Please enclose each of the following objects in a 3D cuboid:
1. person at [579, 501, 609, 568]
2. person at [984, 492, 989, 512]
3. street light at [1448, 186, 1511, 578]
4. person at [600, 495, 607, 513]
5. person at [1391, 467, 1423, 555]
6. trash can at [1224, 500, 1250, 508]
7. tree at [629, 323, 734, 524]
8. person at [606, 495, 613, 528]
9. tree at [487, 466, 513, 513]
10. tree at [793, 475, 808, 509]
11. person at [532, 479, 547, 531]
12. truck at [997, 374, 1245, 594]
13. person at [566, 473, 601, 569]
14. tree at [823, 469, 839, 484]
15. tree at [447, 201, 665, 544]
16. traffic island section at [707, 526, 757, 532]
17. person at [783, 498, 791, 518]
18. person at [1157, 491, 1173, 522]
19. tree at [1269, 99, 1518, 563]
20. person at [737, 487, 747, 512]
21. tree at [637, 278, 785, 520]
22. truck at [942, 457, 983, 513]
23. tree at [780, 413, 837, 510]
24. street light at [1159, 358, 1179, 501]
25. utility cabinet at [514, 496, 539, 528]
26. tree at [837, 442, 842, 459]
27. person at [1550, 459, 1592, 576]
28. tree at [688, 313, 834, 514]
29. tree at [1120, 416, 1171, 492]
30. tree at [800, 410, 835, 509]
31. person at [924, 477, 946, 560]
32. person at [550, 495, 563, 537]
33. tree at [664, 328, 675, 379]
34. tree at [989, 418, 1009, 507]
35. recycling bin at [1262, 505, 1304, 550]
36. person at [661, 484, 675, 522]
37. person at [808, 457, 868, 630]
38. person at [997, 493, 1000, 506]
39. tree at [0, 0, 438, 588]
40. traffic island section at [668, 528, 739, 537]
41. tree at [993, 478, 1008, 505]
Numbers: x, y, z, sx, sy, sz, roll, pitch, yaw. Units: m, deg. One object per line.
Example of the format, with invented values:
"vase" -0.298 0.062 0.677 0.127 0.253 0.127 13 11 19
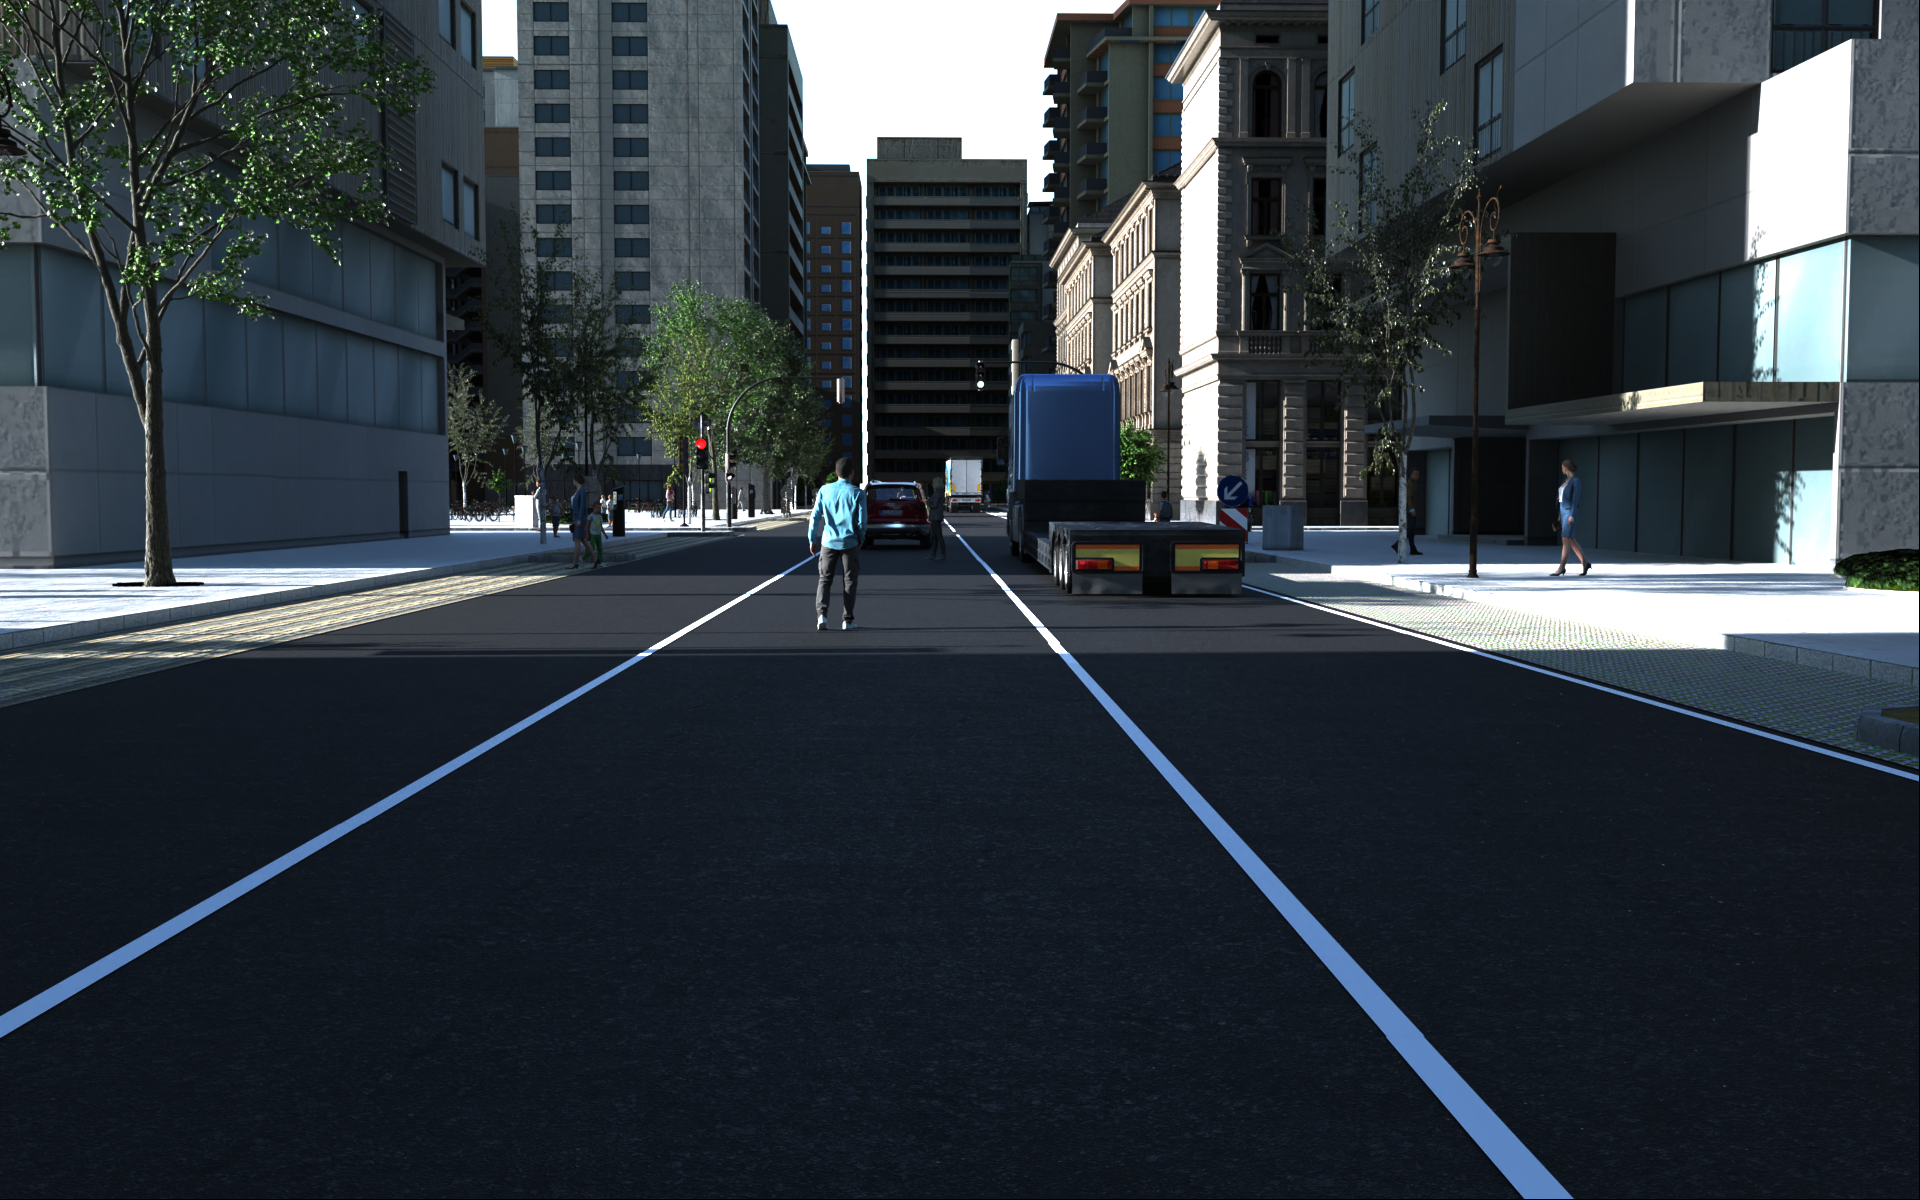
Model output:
"person" -7.139 -1.284 33.736 0.590 1.304 0.306 1 4 19
"person" 2.135 -7.807 137.958 0.330 1.601 0.589 2 4 30
"street light" 7.859 -3.277 26.366 0.468 5.910 1.993 0 4 -1
"person" -16.429 -4.219 79.708 0.332 1.250 0.352 -1 4 -20
"person" 9.445 -1.861 36.386 0.836 1.842 0.656 -1 4 -23
"trash can" 7.176 -2.039 44.985 0.748 1.137 0.748 0 3 0
"tree" -11.829 -7.563 74.010 4.737 8.622 4.395 0 3 0
"person" -13.353 -3.388 66.114 0.332 1.250 0.352 -1 4 -12
"tree" -31.765 -7.674 120.070 1.663 3.219 1.824 0 3 0
"tree" -14.265 -9.767 154.294 1.663 3.219 1.824 0 3 0
"person" -14.480 -3.264 59.586 0.466 1.800 0.511 0 4 -2
"truck" 2.525 -2.650 33.081 2.967 4.110 18.799 0 4 -1
"person" -7.162 -1.487 32.841 0.654 1.822 0.581 0 4 -6
"tree" -15.655 -14.393 219.035 4.285 4.588 4.351 0 3 0
"tree" -10.520 -5.752 44.413 4.360 8.622 3.978 0 3 0
"traffic island section" -8.974 -2.745 67.163 2.009 0.180 2.903 0 4 -1
"person" -10.161 -5.659 101.201 0.709 1.800 0.728 2 4 33
"person" 5.236 -2.048 44.575 0.523 1.515 0.503 1 4 17
"tree" 7.960 -4.988 31.911 4.360 8.622 3.978 0 3 0
"person" -16.094 -7.389 127.134 0.850 1.792 0.678 0 4 -5
"tree" -12.095 -9.704 84.409 9.928 11.665 9.643 0 3 0
"truck" 0.205 -9.012 136.251 2.839 4.237 11.283 0 4 -3
"tree" -12.849 -11.393 136.644 4.360 8.622 3.978 0 3 0
"street light" 7.091 -5.268 58.919 0.468 5.910 1.993 0 4 -1
"utility cabinet" -16.576 -3.370 66.269 1.020 1.237 0.306 2 4 34
"tree" -14.872 -14.668 190.186 4.360 8.622 3.978 0 3 0
"person" 9.577 -1.286 27.095 0.654 1.822 0.581 1 4 14
"tree" -12.348 -11.775 109.536 9.611 12.733 9.660 0 3 0
"tree" 7.237 -5.460 72.988 4.285 4.588 4.351 0 3 0
"tree" -12.769 -11.957 145.856 4.737 8.622 4.395 0 3 0
"person" -0.564 -1.781 37.810 0.526 1.800 0.537 1 4 10
"person" -11.994 -2.491 51.453 0.332 1.250 0.352 1 4 22
"tree" -11.306 -6.380 54.682 4.360 8.622 3.978 0 3 0
"tree" 4.767 -13.223 166.555 4.360 8.622 3.978 0 3 0
"recycling bin" 7.430 -1.668 39.819 0.722 1.027 0.722 3 4 38
"person" -13.657 -4.550 81.019 0.643 1.750 0.593 0 4 1
"person" -1.302 -0.599 18.321 0.660 1.820 0.620 0 4 7
"person" 4.086 -10.642 183.297 0.557 1.426 1.065 0 4 -7
"tree" -11.334 -5.994 23.763 9.928 11.665 9.643 0 3 0
"traffic island section" -8.795 -2.257 59.180 2.009 0.180 2.903 0 4 -1
"tree" 4.741 -12.827 204.328 1.663 3.219 1.824 0 3 0
